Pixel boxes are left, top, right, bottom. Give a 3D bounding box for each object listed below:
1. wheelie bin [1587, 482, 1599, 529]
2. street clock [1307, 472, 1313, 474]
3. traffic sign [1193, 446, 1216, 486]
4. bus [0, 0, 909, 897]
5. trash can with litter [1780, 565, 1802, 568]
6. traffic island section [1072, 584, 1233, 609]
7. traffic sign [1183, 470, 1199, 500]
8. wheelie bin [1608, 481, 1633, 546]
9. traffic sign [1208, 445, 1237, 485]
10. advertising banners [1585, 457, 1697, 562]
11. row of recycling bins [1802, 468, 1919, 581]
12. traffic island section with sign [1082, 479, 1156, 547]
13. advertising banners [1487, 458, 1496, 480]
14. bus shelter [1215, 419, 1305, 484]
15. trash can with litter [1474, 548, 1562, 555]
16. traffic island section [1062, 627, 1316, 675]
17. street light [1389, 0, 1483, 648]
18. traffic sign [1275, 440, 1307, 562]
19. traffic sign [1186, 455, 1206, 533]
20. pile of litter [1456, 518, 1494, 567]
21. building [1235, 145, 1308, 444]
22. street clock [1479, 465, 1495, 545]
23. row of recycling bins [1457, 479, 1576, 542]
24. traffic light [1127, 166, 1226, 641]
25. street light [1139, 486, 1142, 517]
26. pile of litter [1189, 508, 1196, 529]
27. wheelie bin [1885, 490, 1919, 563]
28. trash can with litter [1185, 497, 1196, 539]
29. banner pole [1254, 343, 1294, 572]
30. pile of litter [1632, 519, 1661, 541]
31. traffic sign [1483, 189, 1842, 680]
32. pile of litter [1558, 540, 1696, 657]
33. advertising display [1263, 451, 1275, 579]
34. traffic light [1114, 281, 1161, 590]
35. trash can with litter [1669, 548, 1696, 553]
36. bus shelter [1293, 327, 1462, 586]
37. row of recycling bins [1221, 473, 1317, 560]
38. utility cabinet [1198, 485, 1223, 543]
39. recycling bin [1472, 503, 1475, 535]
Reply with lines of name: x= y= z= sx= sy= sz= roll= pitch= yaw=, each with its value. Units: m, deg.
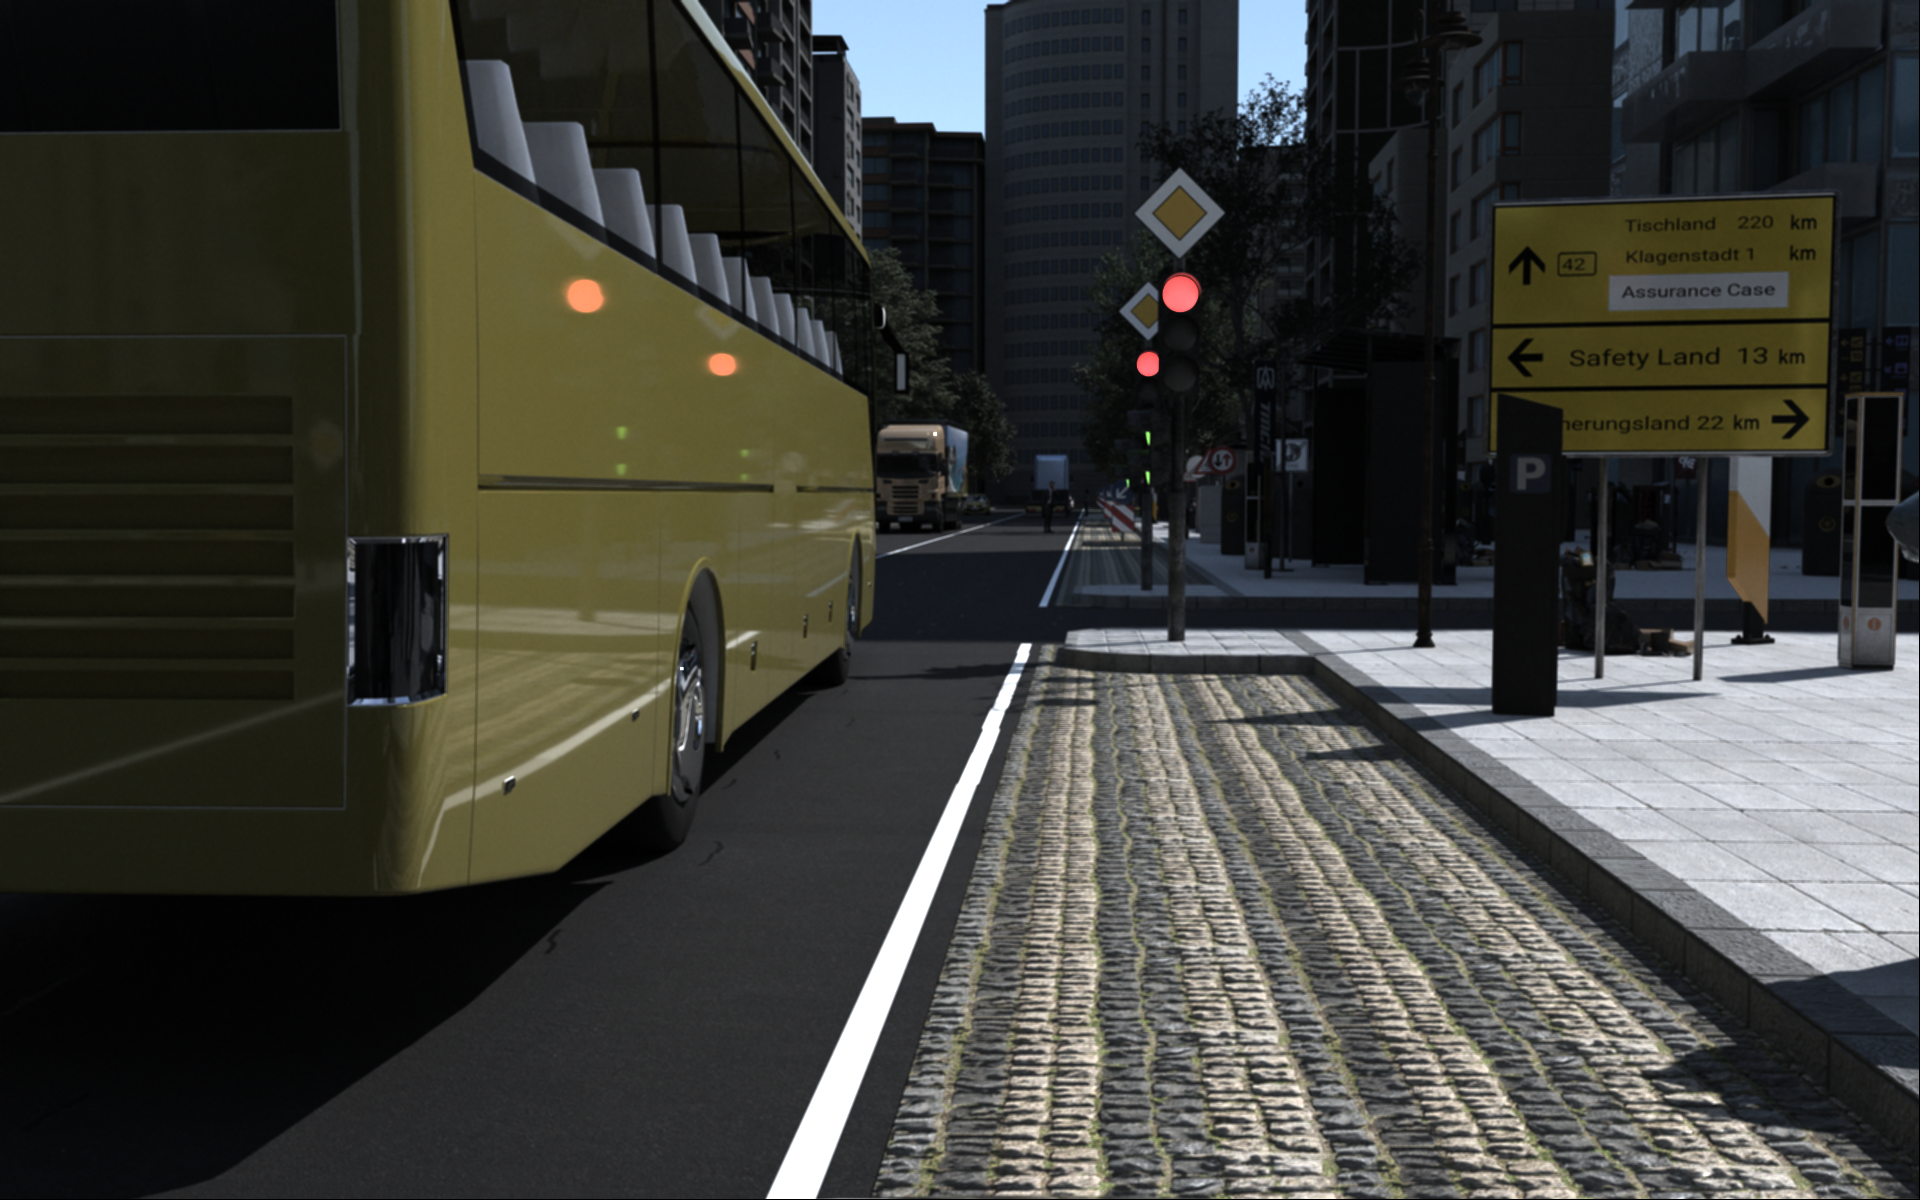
wheelie bin: x=16.490 y=-2.228 z=44.344 sx=0.980 sy=1.594 sz=0.693 roll=-2 pitch=4 yaw=-33
street clock: x=11.457 y=-3.167 z=56.353 sx=0.471 sy=2.002 sz=0.358 roll=1 pitch=4 yaw=16
traffic sign: x=6.742 y=-2.860 z=46.773 sx=0.884 sy=2.594 sz=0.081 roll=0 pitch=4 yaw=7
bus: x=-2.164 y=-1.117 z=9.810 sx=2.896 sy=3.916 sz=12.252 roll=0 pitch=4 yaw=2
trash can with litter: x=15.286 y=-1.136 z=29.633 sx=2.233 sy=1.210 sz=1.678 roll=2 pitch=4 yaw=28
traffic island section: x=2.510 y=-0.051 z=23.107 sx=2.009 sy=0.180 sz=2.903 roll=0 pitch=4 yaw=4
traffic sign: x=10.193 y=-4.723 z=77.219 sx=0.884 sy=2.594 sz=0.081 roll=0 pitch=4 yaw=7
wheelie bin: x=16.246 y=-2.123 z=42.619 sx=0.693 sy=1.594 sz=0.980 roll=2 pitch=4 yaw=26
traffic sign: x=6.894 y=-2.778 z=45.532 sx=0.768 sy=2.556 sz=0.104 roll=1 pitch=4 yaw=12
advertising banners: x=12.434 y=-2.155 z=31.428 sx=2.074 sy=3.025 sz=0.090 roll=0 pitch=4 yaw=4
row of recycling bins: x=14.354 y=-1.163 z=26.130 sx=1.069 sy=1.692 sz=3.534 roll=-2 pitch=4 yaw=-25
traffic island section with sign: x=4.360 y=-2.386 z=47.637 sx=1.989 sy=1.847 sz=2.006 roll=0 pitch=4 yaw=4
advertising banners: x=18.287 y=-3.960 z=60.939 sx=0.090 sy=3.025 sz=2.074 roll=-1 pitch=4 yaw=-11
bus shelter: x=8.451 y=-3.384 z=49.249 sx=2.014 sy=3.302 sz=5.546 roll=0 pitch=4 yaw=4
trash can with litter: x=11.421 y=-1.530 z=36.072 sx=2.233 sy=1.210 sz=1.678 roll=2 pitch=4 yaw=26
traffic island section: x=1.912 y=0.436 z=15.145 sx=2.009 sy=0.180 sz=2.903 roll=0 pitch=4 yaw=4
street light: x=3.897 y=-2.543 z=14.363 sx=0.468 sy=5.910 sz=1.993 roll=0 pitch=4 yaw=4
traffic sign: x=6.196 y=-1.855 z=32.455 sx=0.606 sy=2.300 sz=0.079 roll=1 pitch=4 yaw=11
traffic sign: x=7.803 y=-3.479 z=56.988 sx=0.768 sy=2.556 sz=0.104 roll=1 pitch=4 yaw=13
pile of litter: x=9.334 y=-1.055 z=31.222 sx=1.719 sy=0.858 sz=1.176 roll=-3 pitch=5 yaw=-44
building: x=38.329 y=-31.398 z=196.944 sx=14.086 sy=41.232 sz=14.154 roll=0 pitch=4 yaw=4
street clock: x=13.253 y=-2.385 z=43.572 sx=0.358 sy=2.002 sz=0.471 roll=3 pitch=5 yaw=40
row of recycling bins: x=14.863 y=-2.446 z=47.098 sx=3.534 sy=1.692 sz=1.069 roll=1 pitch=4 yaw=8
traffic light: x=1.873 y=-1.597 z=15.034 sx=0.839 sy=4.253 sz=0.868 roll=0 pitch=4 yaw=4
street light: x=10.165 y=-7.609 z=97.197 sx=0.468 sy=5.910 sz=1.993 roll=0 pitch=4 yaw=4
pile of litter: x=8.850 y=-3.092 z=64.527 sx=1.176 sy=0.858 sz=1.719 roll=0 pitch=4 yaw=-2
wheelie bin: x=2.979 y=0.204 z=4.573 sx=0.980 sy=1.594 sz=0.693 roll=1 pitch=4 yaw=22
trash can with litter: x=6.319 y=-2.316 z=49.251 sx=0.624 sy=1.170 sz=1.055 roll=1 pitch=4 yaw=10
banner pole: x=5.161 y=-2.360 z=28.611 sx=0.863 sy=3.779 sz=0.401 roll=-2 pitch=4 yaw=-30
pile of litter: x=11.721 y=-0.939 z=29.322 sx=1.719 sy=0.858 sz=1.176 roll=1 pitch=4 yaw=21
traffic sign: x=4.767 y=-1.102 z=11.891 sx=2.265 sy=3.308 sz=0.079 roll=1 pitch=4 yaw=11
pile of litter: x=5.403 y=-0.029 z=14.432 sx=1.176 sy=0.858 sz=1.719 roll=0 pitch=4 yaw=-4
advertising display: x=4.743 y=-1.307 z=26.584 sx=0.123 sy=1.923 sz=0.974 roll=1 pitch=4 yaw=13
traffic light: x=2.471 y=-2.084 z=22.996 sx=0.839 sy=4.253 sz=0.868 roll=0 pitch=4 yaw=4
trash can with litter: x=15.446 y=-1.687 z=38.640 sx=1.678 sy=1.210 sz=2.233 roll=1 pitch=4 yaw=17
bus shelter: x=6.465 y=-2.209 z=27.396 sx=1.731 sy=3.624 sz=6.357 roll=0 pitch=4 yaw=4
row of recycling bins: x=6.478 y=-1.732 z=35.433 sx=1.069 sy=1.692 sz=3.534 roll=-1 pitch=4 yaw=-21
utility cabinet: x=6.804 y=-2.202 z=44.684 sx=1.173 sy=1.500 sz=0.318 roll=2 pitch=4 yaw=35
recycling bin: x=14.118 y=-2.243 z=49.223 sx=0.722 sy=1.027 sz=0.722 roll=-1 pitch=4 yaw=-17
